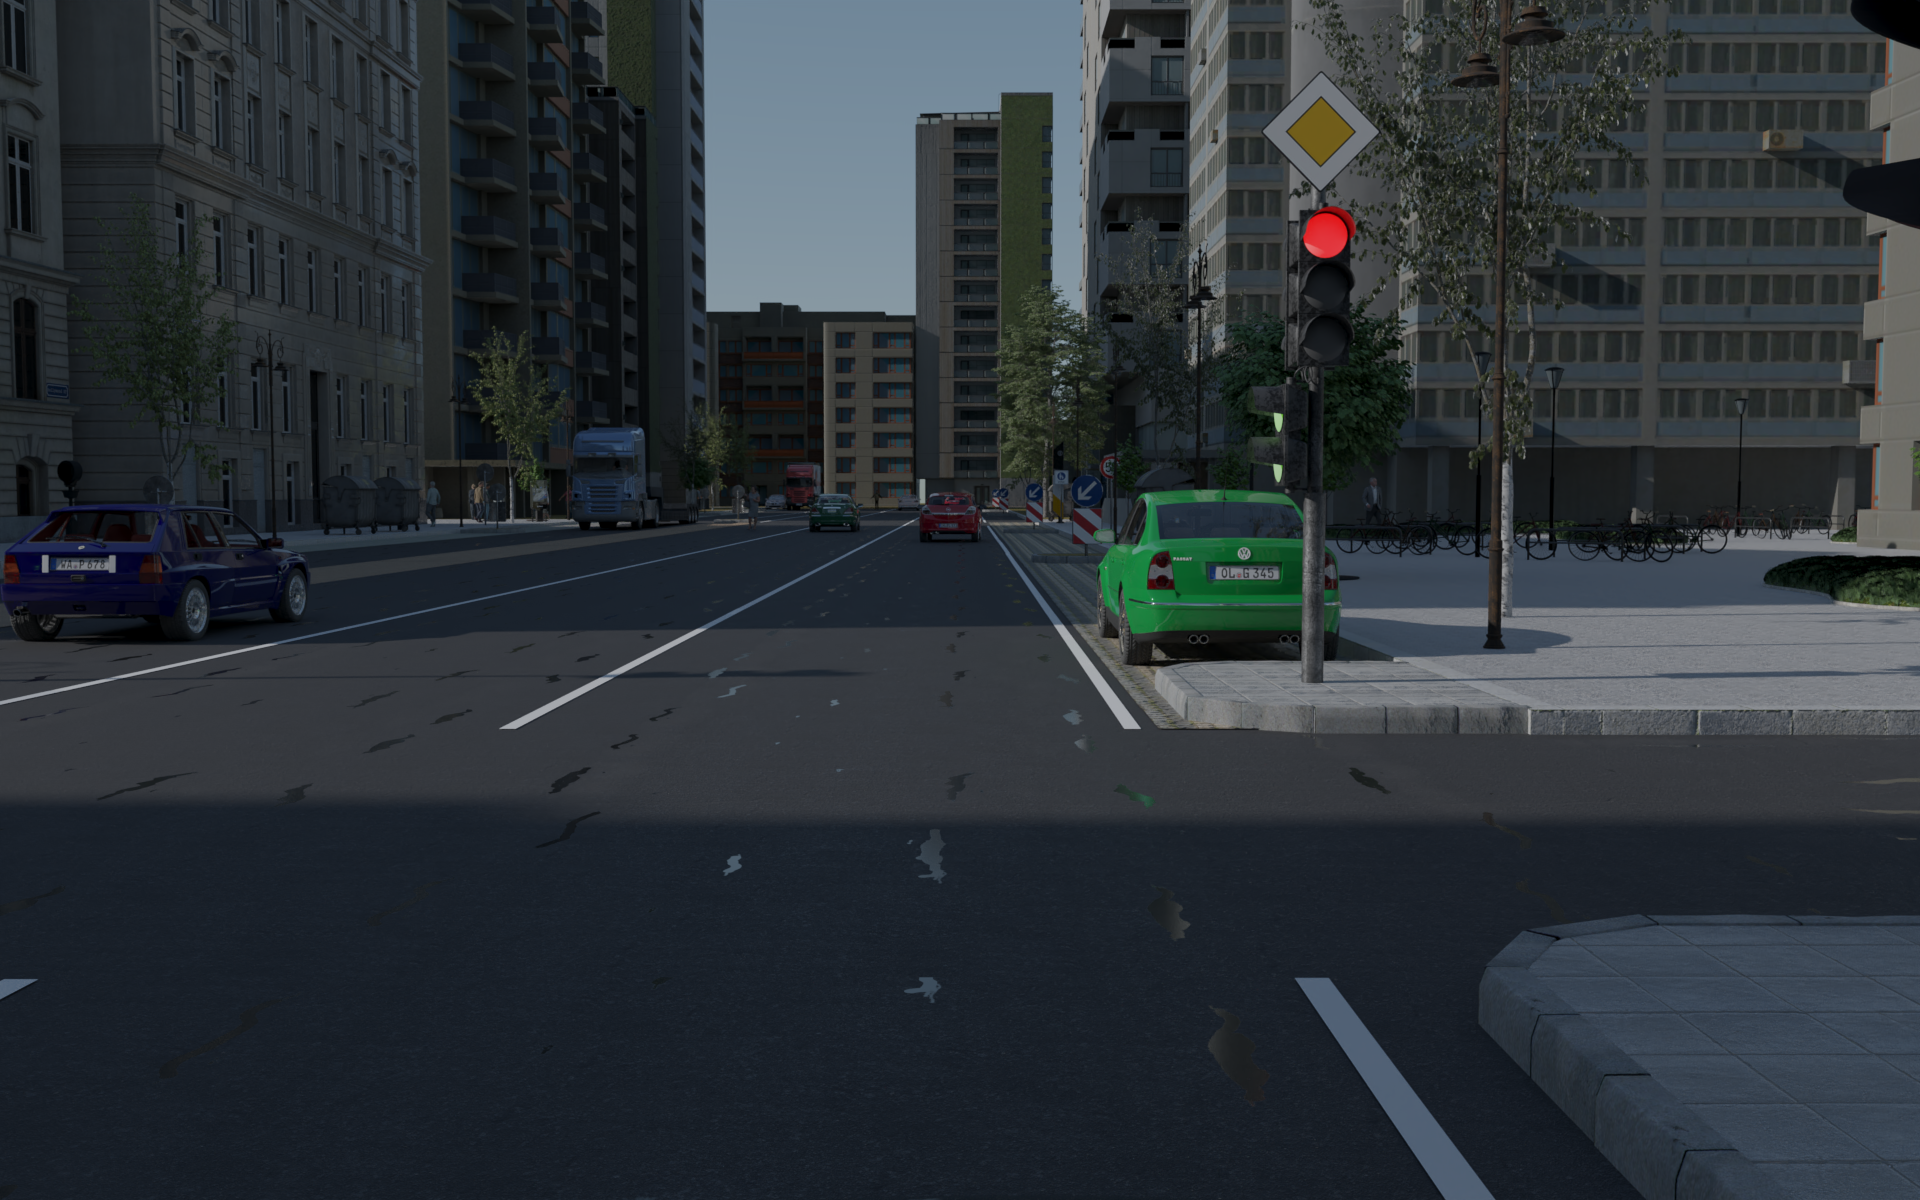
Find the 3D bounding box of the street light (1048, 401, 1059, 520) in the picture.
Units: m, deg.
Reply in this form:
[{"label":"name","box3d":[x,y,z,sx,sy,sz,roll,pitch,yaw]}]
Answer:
[{"label":"street light","box3d":[4.655,-6.947,86.369,0.468,5.910,1.993,0,4,0]}]

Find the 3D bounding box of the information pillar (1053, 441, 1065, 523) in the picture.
[{"label":"information pillar","box3d":[4.322,-5.168,75.853,0.504,3.616,0.183,1,4,17]}]

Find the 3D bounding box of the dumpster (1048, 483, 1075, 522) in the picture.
[{"label":"dumpster","box3d":[4.768,-4.613,81.188,1.264,1.857,1.865,0,4,0]}]

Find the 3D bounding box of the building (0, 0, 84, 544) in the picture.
[{"label":"building","box3d":[-30.077,-12.973,31.186,14.460,24.649,34.723,0,4,0]}]

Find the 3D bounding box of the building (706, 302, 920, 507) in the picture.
[{"label":"building","box3d":[-19.162,-20.985,188.143,28.899,21.520,27.650,0,4,0]}]

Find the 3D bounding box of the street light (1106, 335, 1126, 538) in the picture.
[{"label":"street light","box3d":[4.504,-4.730,50.116,0.468,5.910,1.993,0,4,0]}]

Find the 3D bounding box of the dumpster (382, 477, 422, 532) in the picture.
[{"label":"dumpster","box3d":[-19.314,-3.272,59.264,1.264,1.857,1.865,0,4,0]}]

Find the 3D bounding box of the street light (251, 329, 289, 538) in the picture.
[{"label":"street light","box3d":[-19.385,-4.650,48.810,0.468,5.910,1.993,0,4,0]}]

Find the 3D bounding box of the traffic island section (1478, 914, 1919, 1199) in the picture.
[{"label":"traffic island section","box3d":[2.400,1.129,3.822,2.009,0.180,2.903,0,4,0]}]

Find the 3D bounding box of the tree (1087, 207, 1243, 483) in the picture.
[{"label":"tree","box3d":[5.434,-5.792,45.056,4.360,8.622,3.978,0,3,0]}]

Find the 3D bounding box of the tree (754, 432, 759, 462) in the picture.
[{"label":"tree","box3d":[-19.816,-12.513,154.952,4.737,8.622,4.395,0,3,0]}]

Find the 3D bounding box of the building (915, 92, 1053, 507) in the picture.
[{"label":"building","box3d":[2.393,-30.359,179.960,14.086,41.232,14.154,0,4,0]}]

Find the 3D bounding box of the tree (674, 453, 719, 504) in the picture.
[{"label":"tree","box3d":[-19.867,-8.961,130.230,4.285,4.588,4.351,0,3,0]}]

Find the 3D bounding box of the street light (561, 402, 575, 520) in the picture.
[{"label":"street light","box3d":[-19.260,-6.867,85.070,0.468,5.910,1.993,0,4,0]}]

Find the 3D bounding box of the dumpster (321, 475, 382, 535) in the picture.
[{"label":"dumpster","box3d":[-19.306,-2.998,54.771,1.264,1.857,1.865,0,3,0]}]

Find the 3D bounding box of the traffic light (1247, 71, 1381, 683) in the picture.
[{"label":"traffic light","box3d":[2.383,-1.393,11.693,0.839,4.253,0.868,0,4,0]}]

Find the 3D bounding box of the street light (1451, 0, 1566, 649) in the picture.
[{"label":"street light","box3d":[4.441,-2.534,14.224,0.468,5.910,1.993,0,4,0]}]

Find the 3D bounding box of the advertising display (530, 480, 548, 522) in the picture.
[{"label":"advertising display","box3d":[-19.407,-4.565,79.852,0.123,1.923,0.974,2,4,31]}]

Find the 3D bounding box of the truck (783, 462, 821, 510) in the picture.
[{"label":"truck","box3d":[-14.065,-10.178,155.315,2.839,4.237,11.283,0,4,-1]}]

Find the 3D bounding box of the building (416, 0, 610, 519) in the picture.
[{"label":"building","box3d":[-33.157,-27.293,100.863,22.147,44.769,28.867,0,4,0]}]

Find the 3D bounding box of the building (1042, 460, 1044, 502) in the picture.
[{"label":"building","box3d":[18.697,-50.727,142.051,22.319,86.520,31.000,0,4,0]}]

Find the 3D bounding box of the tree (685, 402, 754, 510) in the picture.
[{"label":"tree","box3d":[-19.671,-11.394,136.653,4.737,8.622,4.395,0,3,0]}]

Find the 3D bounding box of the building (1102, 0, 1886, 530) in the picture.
[{"label":"building","box3d":[22.593,-23.230,71.689,32.217,40.220,23.993,0,4,0]}]

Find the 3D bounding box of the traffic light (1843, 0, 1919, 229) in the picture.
[{"label":"traffic light","box3d":[0.267,-1.768,3.573,4.771,5.953,1.251,0,4,0]}]

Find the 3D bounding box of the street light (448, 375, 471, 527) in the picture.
[{"label":"street light","box3d":[-19.372,-5.770,67.124,0.468,5.910,1.993,0,4,0]}]

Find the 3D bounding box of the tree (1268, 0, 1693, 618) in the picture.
[{"label":"tree","box3d":[5.438,-4.124,17.784,4.360,8.622,3.978,0,3,0]}]

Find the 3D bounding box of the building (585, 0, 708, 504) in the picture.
[{"label":"building","box3d":[-36.598,-37.131,149.096,28.212,58.520,21.231,0,4,0]}]

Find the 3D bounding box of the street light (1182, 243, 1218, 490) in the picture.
[{"label":"street light","box3d":[4.433,-3.632,32.170,0.468,5.910,1.993,0,4,0]}]

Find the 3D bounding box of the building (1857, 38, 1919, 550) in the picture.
[{"label":"building","box3d":[36.263,-11.173,27.715,28.899,21.520,27.650,0,4,0]}]

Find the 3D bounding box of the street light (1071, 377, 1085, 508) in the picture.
[{"label":"street light","box3d":[4.649,-5.849,68.423,0.468,5.910,1.993,0,4,0]}]

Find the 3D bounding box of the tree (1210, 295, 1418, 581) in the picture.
[{"label":"tree","box3d":[5.389,-2.601,26.245,4.285,4.588,4.351,0,3,0]}]

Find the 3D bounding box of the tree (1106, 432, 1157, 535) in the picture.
[{"label":"tree","box3d":[5.423,-3.658,54.411,1.663,3.219,1.824,0,3,0]}]

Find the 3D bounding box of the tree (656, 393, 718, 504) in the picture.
[{"label":"tree","box3d":[-19.587,-10.694,125.215,4.360,8.622,3.978,0,3,0]}]

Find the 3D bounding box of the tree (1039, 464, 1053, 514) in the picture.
[{"label":"tree","box3d":[5.939,-7.102,110.726,1.663,3.219,1.824,0,3,0]}]

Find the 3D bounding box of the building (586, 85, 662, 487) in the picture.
[{"label":"building","box3d":[-29.597,-21.503,123.281,14.160,30.474,14.107,0,4,0]}]

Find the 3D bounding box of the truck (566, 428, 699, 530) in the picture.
[{"label":"truck","box3d":[-14.001,-5.275,76.011,2.967,4.110,18.799,0,4,-1]}]

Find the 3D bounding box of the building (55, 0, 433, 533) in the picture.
[{"label":"building","box3d":[-28.382,-16.128,60.957,12.463,27.353,25.104,0,4,0]}]

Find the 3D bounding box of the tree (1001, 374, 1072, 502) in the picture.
[{"label":"tree","box3d":[5.164,-9.518,105.979,4.737,8.622,4.395,0,3,0]}]

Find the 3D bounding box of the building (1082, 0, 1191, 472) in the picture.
[{"label":"building","box3d":[22.326,-32.088,113.878,28.713,52.752,27.495,0,4,0]}]

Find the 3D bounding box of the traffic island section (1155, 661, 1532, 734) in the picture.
[{"label":"traffic island section","box3d":[2.423,0.641,11.807,2.009,0.180,2.903,0,4,0]}]

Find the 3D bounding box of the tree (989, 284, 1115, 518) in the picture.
[{"label":"tree","box3d":[4.970,-10.770,94.219,7.486,12.596,7.792,0,3,0]}]

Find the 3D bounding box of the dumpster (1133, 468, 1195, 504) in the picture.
[{"label":"dumpster","box3d":[4.599,-2.023,38.832,1.264,1.857,1.865,0,4,0]}]
